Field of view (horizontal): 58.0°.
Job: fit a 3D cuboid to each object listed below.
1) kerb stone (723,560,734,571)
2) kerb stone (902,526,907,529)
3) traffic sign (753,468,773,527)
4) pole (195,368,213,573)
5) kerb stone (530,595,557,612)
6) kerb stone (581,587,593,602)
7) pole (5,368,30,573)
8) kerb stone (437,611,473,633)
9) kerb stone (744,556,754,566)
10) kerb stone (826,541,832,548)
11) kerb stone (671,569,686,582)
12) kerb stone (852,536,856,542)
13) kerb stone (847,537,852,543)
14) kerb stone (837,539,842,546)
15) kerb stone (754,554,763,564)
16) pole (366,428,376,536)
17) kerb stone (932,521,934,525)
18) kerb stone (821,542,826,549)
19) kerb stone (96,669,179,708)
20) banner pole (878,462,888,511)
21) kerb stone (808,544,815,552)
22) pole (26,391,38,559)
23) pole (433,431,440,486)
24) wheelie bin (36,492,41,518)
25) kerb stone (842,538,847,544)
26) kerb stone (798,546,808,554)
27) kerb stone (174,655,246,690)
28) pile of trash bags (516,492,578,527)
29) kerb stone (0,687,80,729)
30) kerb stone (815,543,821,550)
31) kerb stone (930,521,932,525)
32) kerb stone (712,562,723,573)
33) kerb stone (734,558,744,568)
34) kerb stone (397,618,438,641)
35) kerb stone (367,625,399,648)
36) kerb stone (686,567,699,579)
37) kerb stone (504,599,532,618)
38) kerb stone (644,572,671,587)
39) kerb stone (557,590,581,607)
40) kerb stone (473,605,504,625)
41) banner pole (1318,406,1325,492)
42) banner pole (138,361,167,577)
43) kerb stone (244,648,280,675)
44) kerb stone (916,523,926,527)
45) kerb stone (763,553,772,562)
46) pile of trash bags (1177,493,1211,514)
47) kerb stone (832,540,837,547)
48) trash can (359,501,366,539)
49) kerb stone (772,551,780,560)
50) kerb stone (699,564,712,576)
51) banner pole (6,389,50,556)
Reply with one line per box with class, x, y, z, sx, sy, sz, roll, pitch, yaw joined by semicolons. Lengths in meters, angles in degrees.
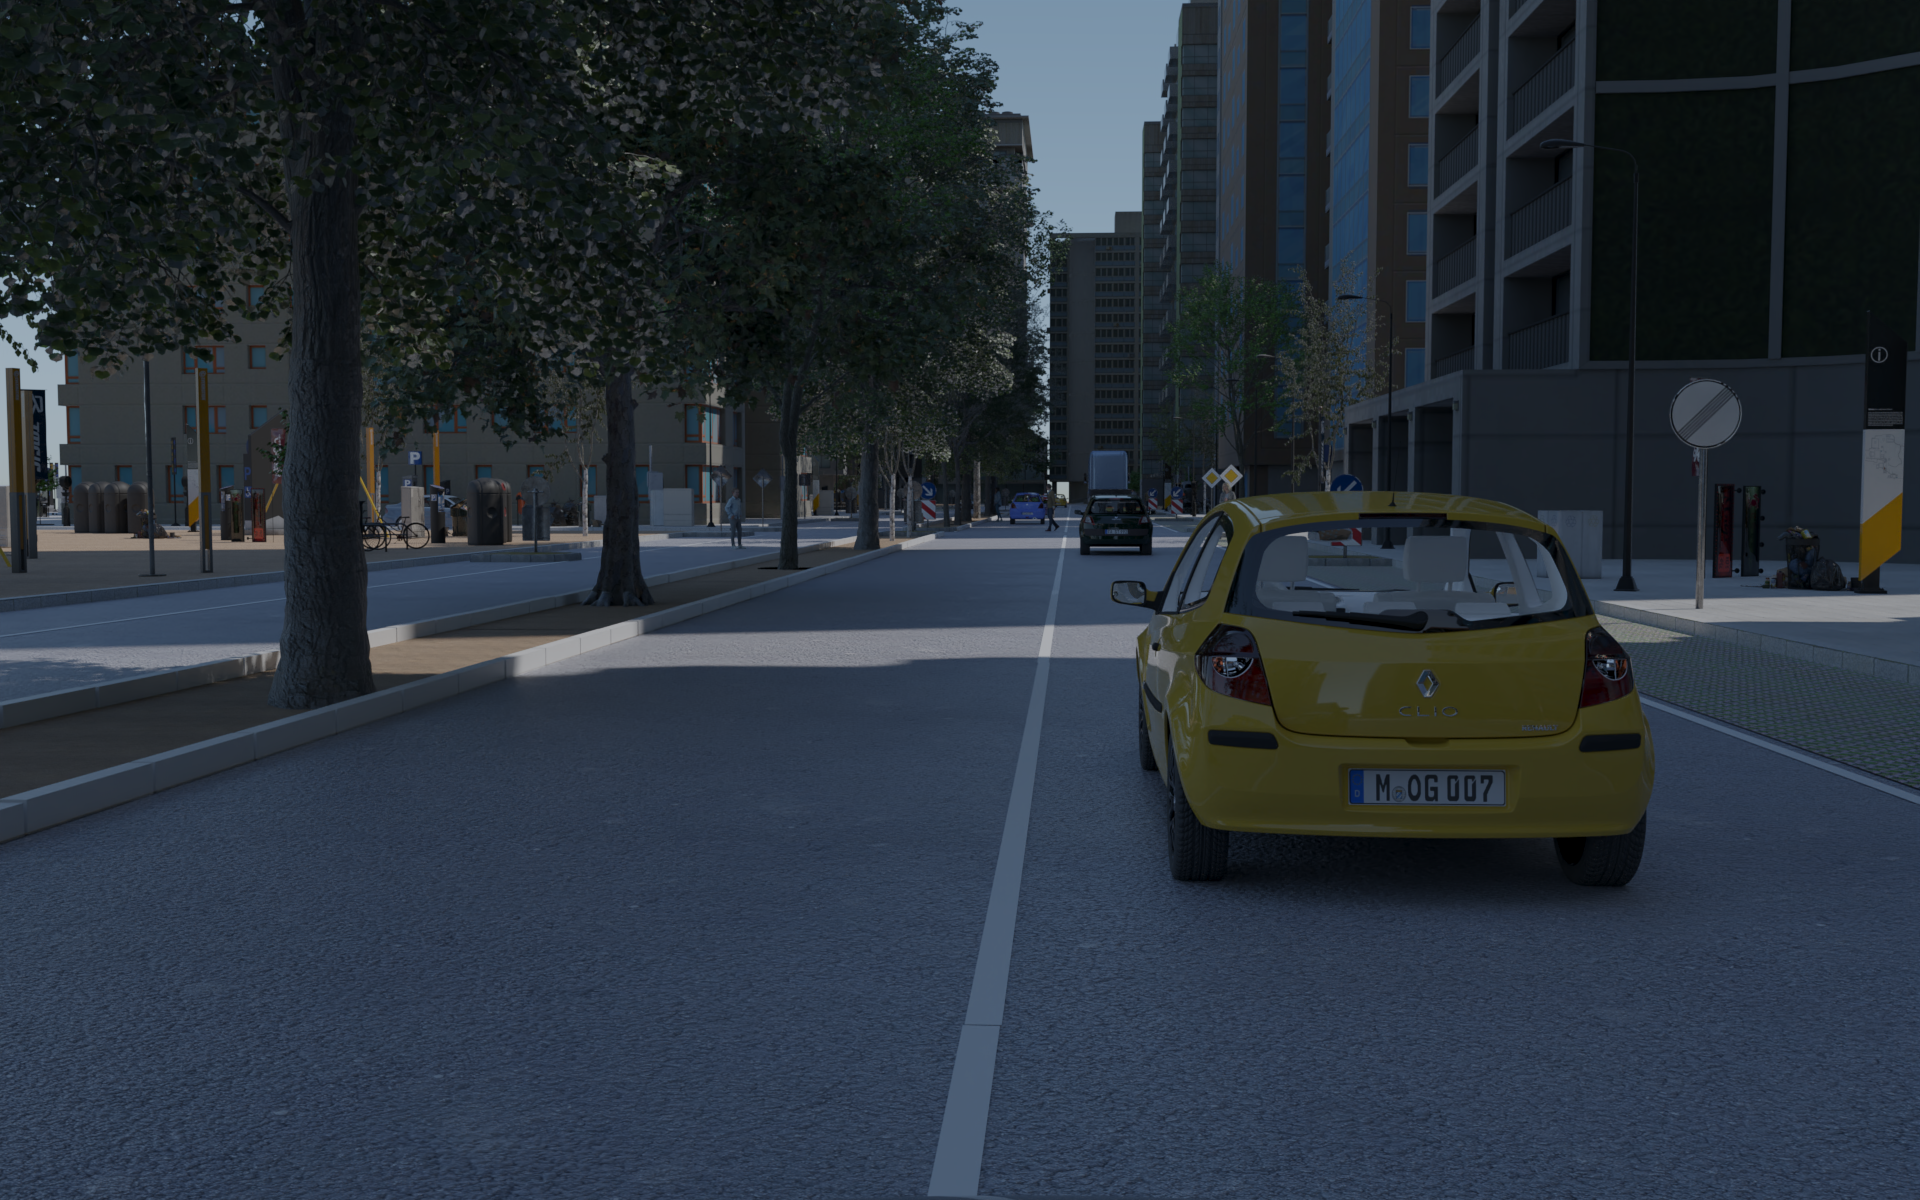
kerb stone;-4.442;-0.627;32.493;0.120;0.150;1.000;0;4;4
kerb stone;-2.091;-2.851;68.814;0.120;0.150;1.000;0;4;4
traffic sign;-7.631;-3.876;67.022;0.795;2.450;0.064;0;4;4
pole;-12.277;-2.097;28.131;0.158;3.312;0.155;0;3;0
kerb stone;-5.177;0.059;21.238;0.120;0.150;1.000;0;4;4
kerb stone;-5.041;-0.063;23.290;0.120;0.150;1.000;0;4;4
pole;-15.299;-2.093;28.072;0.158;3.312;0.155;0;3;0
kerb stone;-5.370;0.247;18.177;0.120;0.150;1.000;0;4;4
kerb stone;-4.310;-0.751;34.546;0.120;0.150;1.000;0;4;4
kerb stone;-3.585;-1.441;45.776;0.120;0.150;1.000;0;4;4
kerb stone;-4.705;-0.374;28.397;0.120;0.150;1.000;0;4;4
kerb stone;-3.250;-1.750;50.890;0.120;0.150;1.000;0;4;4
kerb stone;-3.316;-1.691;49.859;0.120;0.150;1.000;0;4;4
kerb stone;-3.448;-1.567;47.819;0.120;0.150;1.000;0;4;4
kerb stone;-4.241;-0.815;35.565;0.120;0.150;1.000;0;4;4
pole;-18.148;-3.639;53.340;0.158;3.312;0.155;0;3;0
kerb stone;-1.420;-3.477;79.051;0.120;0.150;1.000;0;4;4
kerb stone;-3.649;-1.378;44.753;0.120;0.150;1.000;0;4;4
kerb stone;-5.761;0.621;12.040;0.120;0.150;1.000;0;4;4
banner pole;-6.018;-8.811;134.071;0.863;3.779;0.401;0;4;1
kerb stone;-3.781;-1.250;42.714;0.120;0.150;1.000;0;4;4
pole;-18.409;-2.472;34.254;0.158;3.312;0.155;0;3;0
pole;-16.786;-3.774;55.552;0.158;3.312;0.155;0;3;0
wheelie bin;-51.617;-5.422;96.551;0.980;1.594;0.693;0;4;-3
kerb stone;-3.382;-1.627;48.839;0.120;0.150;1.000;0;4;4
kerb stone;-3.849;-1.190;41.694;0.120;0.150;1.000;0;4;4
kerb stone;-5.700;0.559;13.063;0.120;0.150;1.000;0;4;4
pile of trash bags;-16.745;-3.658;69.566;3.447;1.369;1.912;3;5;41
kerb stone;-5.840;0.683;11.021;0.120;0.150;1.000;0;4;4
kerb stone;-3.705;-1.317;43.733;0.120;0.150;1.000;0;4;4
kerb stone;-1.490;-3.415;78.025;0.120;0.150;1.000;0;4;4
kerb stone;-4.506;-0.567;31.473;0.120;0.150;1.000;0;4;4
kerb stone;-4.379;-0.689;33.513;0.120;0.150;1.000;0;4;4
kerb stone;-5.440;0.308;17.157;0.120;0.150;1.000;0;4;4
kerb stone;-5.506;0.374;16.138;0.120;0.150;1.000;0;4;4
kerb stone;-4.645;-0.442;29.419;0.120;0.150;1.000;0;4;4
kerb stone;-5.246;0.125;20.217;0.120;0.150;1.000;0;4;4
kerb stone;-4.788;-0.317;27.378;0.120;0.150;1.000;0;4;4
kerb stone;-5.107;0.005;22.258;0.120;0.150;1.000;0;4;4
kerb stone;-5.306;0.188;19.197;0.120;0.150;1.000;0;4;4
banner pole;10.268;-3.623;49.247;0.401;3.779;0.863;0;4;1
banner pole;-12.729;-2.271;27.153;0.401;3.779;0.863;-2;4;-29
kerb stone;-5.639;0.496;14.092;0.120;0.150;1.000;0;4;4
kerb stone;-1.688;-3.227;74.962;0.120;0.150;1.000;0;4;4
kerb stone;-4.174;-0.880;36.585;0.120;0.150;1.000;0;4;4
pile of trash bags;15.026;-6.282;112.470;1.912;1.369;3.447;-1;4;-22
kerb stone;-3.524;-1.503;46.797;0.120;0.150;1.000;0;4;4
trash can;-13.077;-1.551;37.009;0.748;1.137;0.748;0;3;0
kerb stone;-4.109;-0.941;37.605;0.120;0.150;1.000;0;4;4
kerb stone;-4.578;-0.505;30.450;0.120;0.150;1.000;0;4;4
banner pole;-19.579;-2.832;36.324;0.863;3.779;0.401;-2;4;-31
